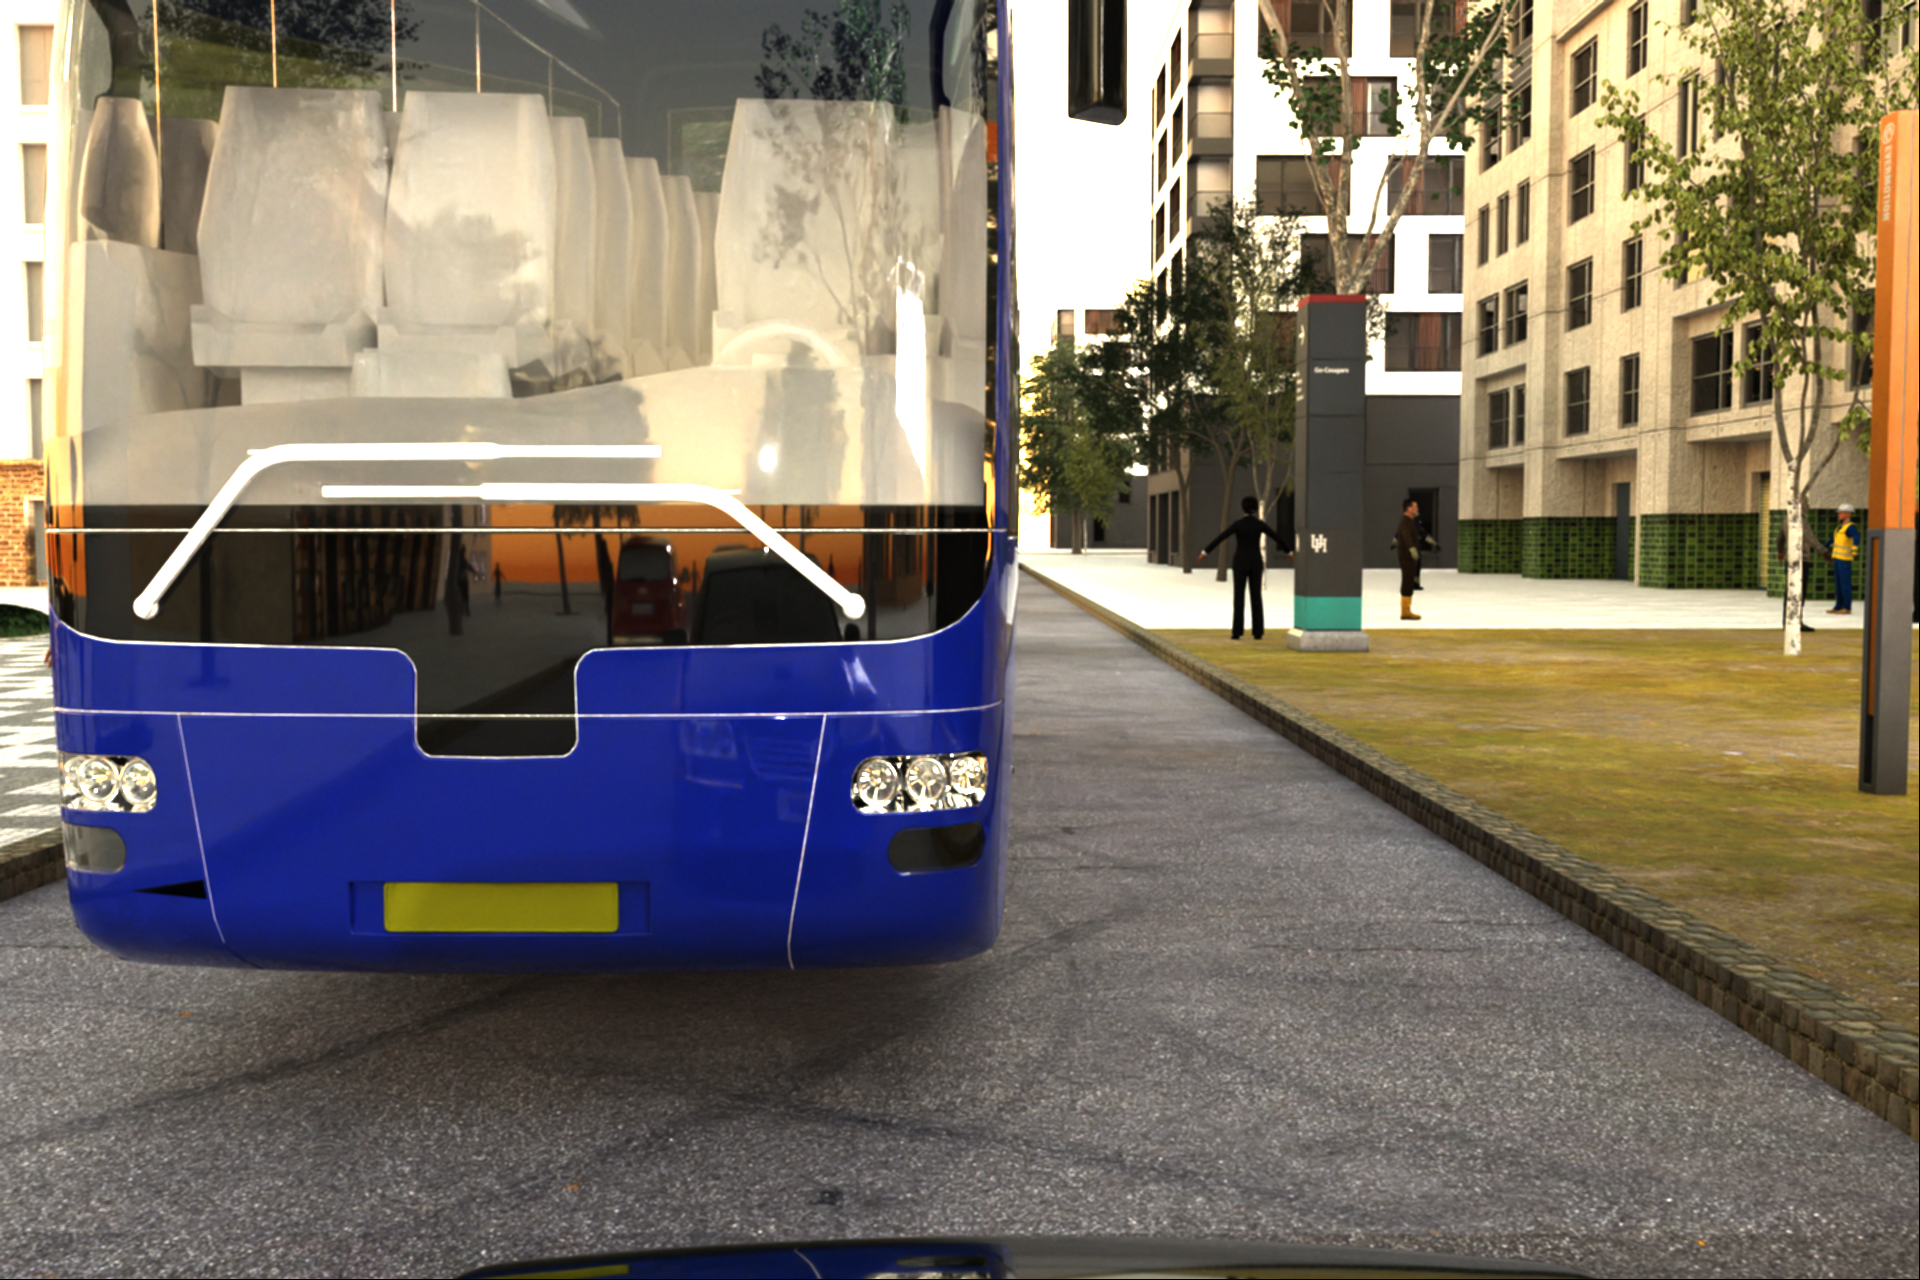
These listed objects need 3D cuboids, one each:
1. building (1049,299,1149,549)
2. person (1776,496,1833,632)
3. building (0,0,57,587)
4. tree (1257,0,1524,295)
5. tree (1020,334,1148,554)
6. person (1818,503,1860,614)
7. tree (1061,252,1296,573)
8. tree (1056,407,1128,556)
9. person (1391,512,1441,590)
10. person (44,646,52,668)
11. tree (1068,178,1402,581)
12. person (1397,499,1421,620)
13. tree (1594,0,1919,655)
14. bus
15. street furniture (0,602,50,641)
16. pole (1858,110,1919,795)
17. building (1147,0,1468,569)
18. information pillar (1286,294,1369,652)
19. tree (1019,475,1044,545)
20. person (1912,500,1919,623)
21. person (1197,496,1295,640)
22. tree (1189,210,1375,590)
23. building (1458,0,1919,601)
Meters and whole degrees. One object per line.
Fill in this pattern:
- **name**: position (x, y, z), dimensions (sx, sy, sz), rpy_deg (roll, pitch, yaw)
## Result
- **building**: position (22.438, -19.740, 166.728), dimensions (27.936, 21.610, 32.646), rpy_deg (0, 4, 0)
- **person**: position (11.102, -1.026, 22.908), dimensions (0.705, 1.813, 1.348), rpy_deg (0, 4, 0)
- **building**: position (-24.956, -11.456, 43.733), dimensions (16.016, 20.090, 11.380), rpy_deg (0, 4, 1)
- **tree**: position (7.996, -10.614, 29.435), dimensions (12.611, 20.169, 13.585), rpy_deg (0, 3, 0)
- **tree**: position (7.332, -12.372, 108.938), dimensions (9.857, 13.997, 8.962), rpy_deg (0, 3, 0)
- **person**: position (14.142, -1.310, 27.884), dimensions (0.721, 1.772, 1.216), rpy_deg (0, 4, 2)
- **tree**: position (7.496, -7.480, 56.712), dimensions (8.767, 10.594, 7.601), rpy_deg (0, 4, 5)
- **tree**: position (7.344, -9.142, 99.832), dimensions (4.737, 8.622, 4.395), rpy_deg (0, 3, 0)
- **person**: position (10.428, -2.081, 39.810), dimensions (0.705, 1.856, 1.354), rpy_deg (-3, 5, -39)
- **person**: position (-3.549, 0.064, 7.604), dimensions (0.705, 1.806, 1.347), rpy_deg (0, 4, 1)
- **tree**: position (7.121, -6.844, 46.311), dimensions (8.767, 10.594, 7.601), rpy_deg (0, 4, -8)
- **person**: position (6.778, -1.217, 26.038), dimensions (0.704, 1.812, 1.346), rpy_deg (1, 4, 15)
- **tree**: position (8.739, -4.131, 17.909), dimensions (4.737, 8.622, 4.395), rpy_deg (0, 3, 0)
- **bus**: position (-1.053, -1.118, 9.825), dimensions (2.896, 3.916, 12.251), rpy_deg (0, 4, 0)
- **street furniture**: position (-8.647, -0.375, 21.755), dimensions (10.072, 0.657, 5.734), rpy_deg (1, 4, 13)
- **pole**: position (4.576, -0.896, 8.491), dimensions (0.158, 3.312, 0.155), rpy_deg (0, 3, 0)
- **building**: position (22.353, -14.414, 79.643), dimensions (27.936, 21.610, 32.646), rpy_deg (0, 3, 0)
- **information pillar**: position (4.068, -1.817, 19.086), dimensions (0.750, 3.857, 0.750), rpy_deg (0, 4, 0)
- **tree**: position (7.559, -15.197, 198.828), dimensions (4.737, 8.622, 4.395), rpy_deg (0, 3, 0)
- **person**: position (13.886, -1.151, 25.045), dimensions (1.346, 1.802, 0.704), rpy_deg (-3, 4, -36)
- **person**: position (3.500, -0.882, 21.137), dimensions (1.216, 1.740, 0.721), rpy_deg (0, 4, -3)
- **tree**: position (6.979, -5.485, 40.035), dimensions (4.360, 8.622, 3.978), rpy_deg (0, 3, 0)
- **building**: position (24.767, -10.687, 41.185), dimensions (16.747, 18.905, 31.486), rpy_deg (0, 4, 1)
